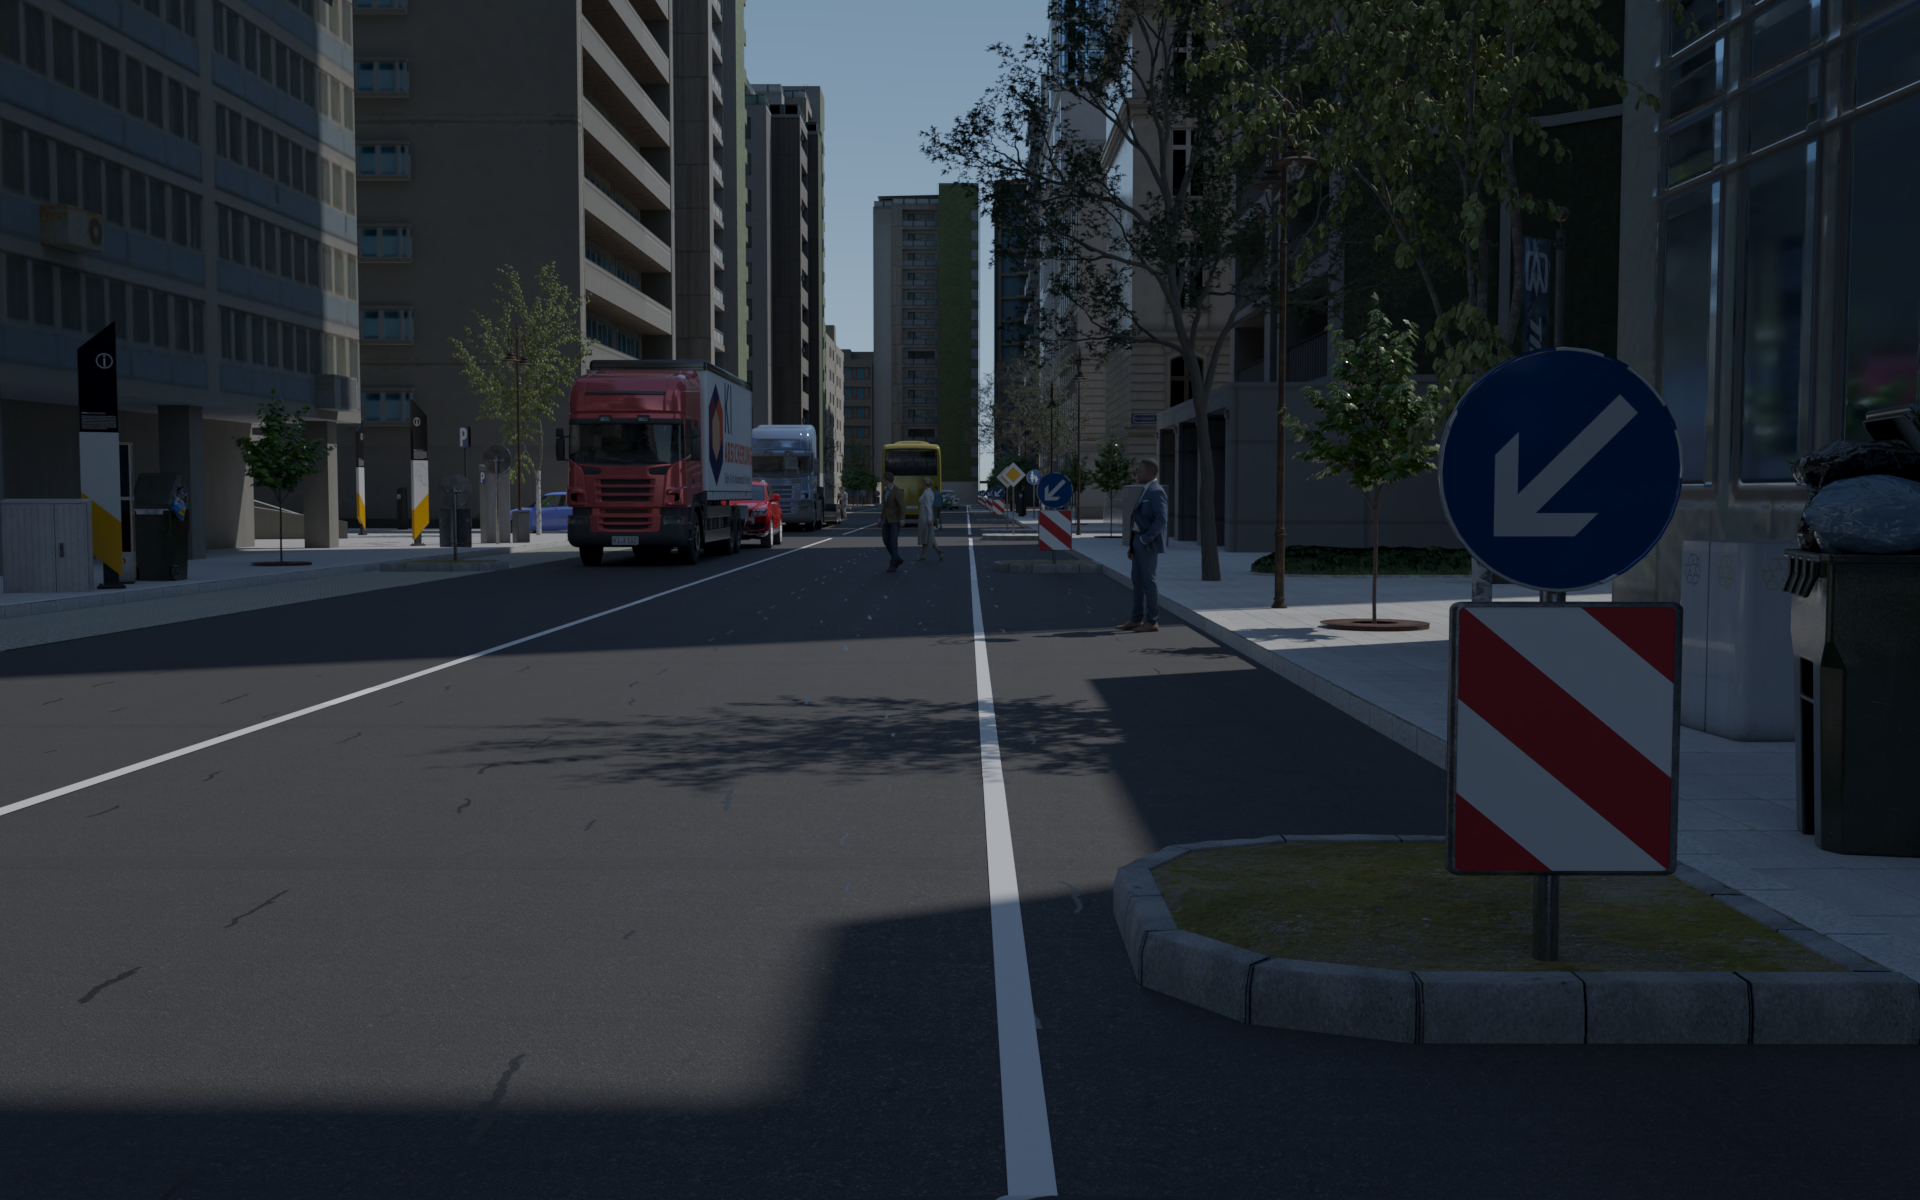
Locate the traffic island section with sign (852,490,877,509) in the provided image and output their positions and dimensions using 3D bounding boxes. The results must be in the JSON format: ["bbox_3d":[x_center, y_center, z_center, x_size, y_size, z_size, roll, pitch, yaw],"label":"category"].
[{"bbox_3d":[-9.185,-9.529,164.434,1.989,1.847,2.006,0,4,0],"label":"traffic island section with sign"}]

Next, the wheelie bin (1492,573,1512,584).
[{"bbox_3d":[7.742,-1.040,24.911,0.693,1.594,0.980,0,4,7],"label":"wheelie bin"}]

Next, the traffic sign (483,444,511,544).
[{"bbox_3d":[-11.831,-2.699,44.241,0.768,2.556,0.104,1,4,10],"label":"traffic sign"}]

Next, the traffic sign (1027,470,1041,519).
[{"bbox_3d":[3.851,-5.499,90.013,0.768,2.556,0.104,0,4,3],"label":"traffic sign"}]

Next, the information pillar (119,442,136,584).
[{"bbox_3d":[-11.940,-1.235,24.680,0.304,2.012,0.304,-1,4,-21],"label":"information pillar"}]

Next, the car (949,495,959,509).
[{"bbox_3d":[-1.072,-9.450,166.874,2.083,1.381,4.827,0,4,-1],"label":"car"}]

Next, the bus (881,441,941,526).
[{"bbox_3d":[-2.219,-5.381,79.528,2.896,3.916,12.252,0,4,-1],"label":"bus"}]

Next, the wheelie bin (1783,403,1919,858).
[{"bbox_3d":[3.381,0.099,6.293,0.693,1.594,0.980,1,4,14],"label":"wheelie bin"}]

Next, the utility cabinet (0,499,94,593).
[{"bbox_3d":[-11.903,-0.699,22.597,1.020,1.237,0.306,-1,4,-16],"label":"utility cabinet"}]

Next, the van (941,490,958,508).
[{"bbox_3d":[-1.269,-10.493,178.565,2.013,2.044,4.112,0,4,2],"label":"van"}]

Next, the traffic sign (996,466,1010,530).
[{"bbox_3d":[1.702,-3.596,62.432,0.795,2.450,0.064,0,4,0],"label":"traffic sign"}]

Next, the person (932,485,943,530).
[{"bbox_3d":[-0.897,-3.680,69.016,0.601,1.785,0.444,-2,4,-34],"label":"person"}]

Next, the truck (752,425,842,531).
[{"bbox_3d":[-6.810,-5.106,73.246,2.967,4.110,18.799,0,4,0],"label":"truck"}]

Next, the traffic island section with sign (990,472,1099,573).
[{"bbox_3d":[1.627,-1.455,32.411,1.989,1.847,2.006,0,4,0],"label":"traffic island section with sign"}]

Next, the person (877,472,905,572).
[{"bbox_3d":[-1.272,-1.449,32.099,0.656,1.842,0.836,1,4,19],"label":"person"}]

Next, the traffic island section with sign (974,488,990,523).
[{"bbox_3d":[1.817,-4.837,87.719,1.989,1.847,2.006,0,4,0],"label":"traffic island section with sign"}]

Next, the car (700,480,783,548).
[{"bbox_3d":[-6.017,-2.372,47.450,2.281,1.827,5.304,0,4,-2],"label":"car"}]

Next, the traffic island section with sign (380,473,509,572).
[{"bbox_3d":[-9.639,-1.471,32.672,1.989,1.847,2.006,0,4,0],"label":"traffic island section with sign"}]

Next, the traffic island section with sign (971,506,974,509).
[{"bbox_3d":[1.910,-6.540,115.557,1.989,1.847,2.006,0,4,0],"label":"traffic island section with sign"}]

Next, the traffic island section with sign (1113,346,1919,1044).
[{"bbox_3d":[1.518,0.194,5.456,1.989,1.847,2.006,0,4,0],"label":"traffic island section with sign"}]

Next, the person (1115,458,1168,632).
[{"bbox_3d":[1.943,-0.573,18.044,0.419,1.800,0.721,-1,4,-17],"label":"person"}]

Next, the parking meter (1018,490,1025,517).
[{"bbox_3d":[3.494,-5.512,98.538,0.372,1.533,0.369,0,3,0],"label":"parking meter"}]

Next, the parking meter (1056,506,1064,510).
[{"bbox_3d":[3.981,-3.714,69.127,0.372,1.533,0.369,0,3,0],"label":"parking meter"}]

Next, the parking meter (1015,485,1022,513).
[{"bbox_3d":[3.958,-6.791,116.741,0.399,1.863,0.255,-2,4,-35],"label":"parking meter"}]

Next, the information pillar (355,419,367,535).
[{"bbox_3d":[-18.633,-3.821,53.820,0.183,3.616,0.504,0,4,0],"label":"information pillar"}]

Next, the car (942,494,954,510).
[{"bbox_3d":[-1.579,-8.706,154.145,2.131,1.459,4.920,0,4,-1],"label":"car"}]

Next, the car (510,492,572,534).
[{"bbox_3d":[-13.760,-3.026,59.060,3.694,1.707,1.945,0,3,0],"label":"car"}]

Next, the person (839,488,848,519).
[{"bbox_3d":[-6.643,-5.464,98.044,0.583,1.804,0.606,-2,4,-33],"label":"person"}]

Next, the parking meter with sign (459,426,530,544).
[{"bbox_3d":[-12.101,-2.989,45.125,1.738,3.016,0.543,-3,5,-41],"label":"parking meter with sign"}]

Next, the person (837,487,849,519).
[{"bbox_3d":[-6.810,-5.578,99.483,0.659,1.850,0.755,2,4,29],"label":"person"}]

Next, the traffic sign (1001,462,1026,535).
[{"bbox_3d":[1.674,-3.107,54.447,0.795,2.450,0.064,0,4,0],"label":"traffic sign"}]

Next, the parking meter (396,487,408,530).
[{"bbox_3d":[-20.129,-3.308,62.495,0.372,1.533,0.369,0,3,0],"label":"parking meter"}]

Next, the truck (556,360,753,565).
[{"bbox_3d":[-6.494,-3.031,38.466,2.839,4.237,11.283,0,3,0],"label":"truck"}]

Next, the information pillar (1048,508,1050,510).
[{"bbox_3d":[4.108,-4.406,76.534,0.304,2.012,0.304,2,4,30],"label":"information pillar"}]

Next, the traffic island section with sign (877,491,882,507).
[{"bbox_3d":[-9.084,-11.178,191.389,1.989,1.847,2.006,0,4,0],"label":"traffic island section with sign"}]

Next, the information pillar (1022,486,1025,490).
[{"bbox_3d":[4.828,-8.612,132.159,0.183,3.616,0.504,1,4,16],"label":"information pillar"}]

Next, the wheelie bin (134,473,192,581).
[{"bbox_3d":[-11.892,-1.090,25.736,0.980,1.594,0.693,0,4,5],"label":"wheelie bin"}]

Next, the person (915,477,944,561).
[{"bbox_3d":[-0.644,-1.727,36.958,0.641,1.798,0.478,1,4,23],"label":"person"}]

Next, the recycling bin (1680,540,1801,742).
[{"bbox_3d":[4.363,0.199,9.294,0.722,1.027,0.722,0,4,-3],"label":"recycling bin"}]

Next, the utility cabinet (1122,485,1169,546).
[{"bbox_3d":[4.525,-2.059,42.342,1.173,1.500,0.318,3,5,40],"label":"utility cabinet"}]
